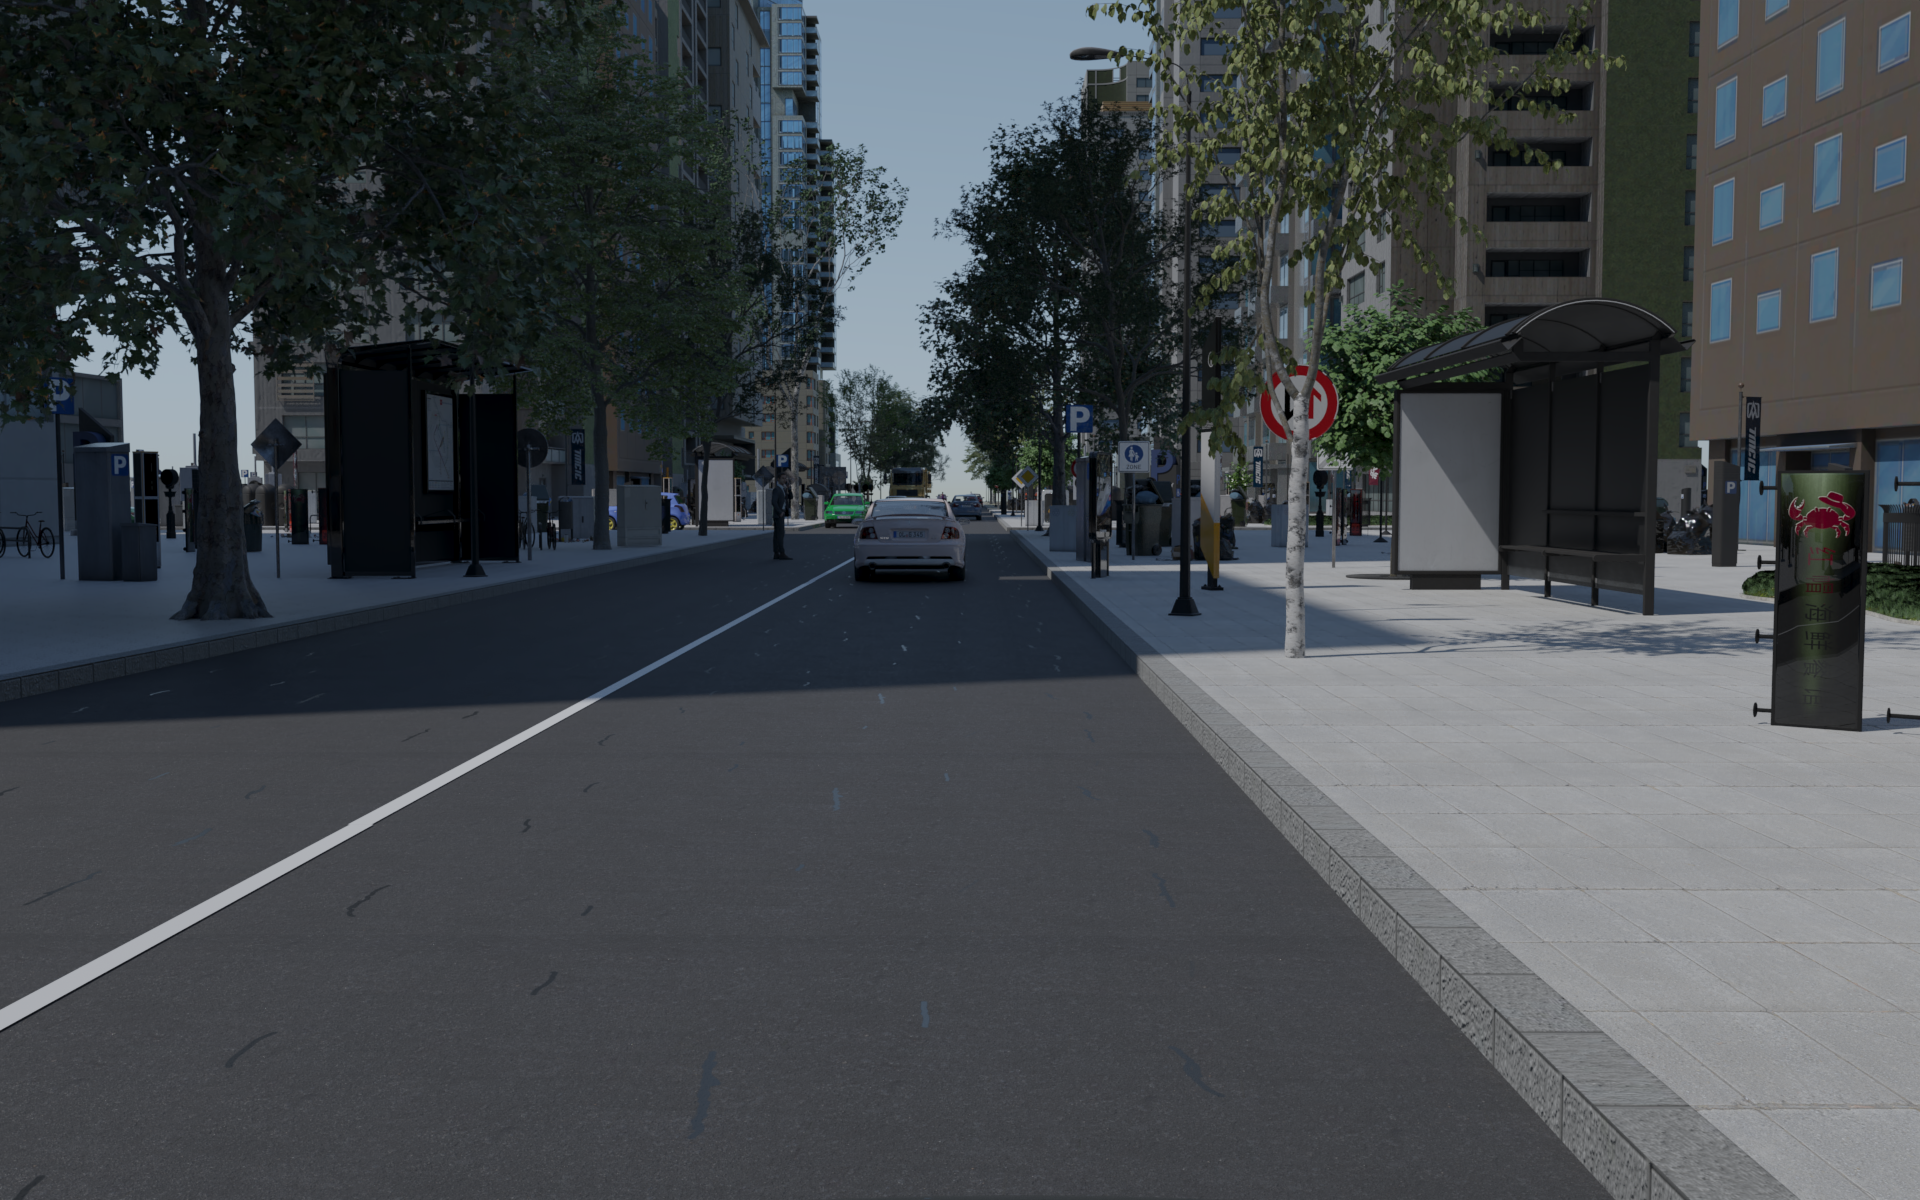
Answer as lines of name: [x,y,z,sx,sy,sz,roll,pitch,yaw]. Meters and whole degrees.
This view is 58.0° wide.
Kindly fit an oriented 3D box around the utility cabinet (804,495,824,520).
utility cabinet: [-7.349,-4.651,87.207,1.020,1.237,0.306,1,4,15]

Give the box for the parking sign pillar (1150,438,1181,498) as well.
parking sign pillar: [8.938,-5.315,75.375,1.447,3.967,1.447,3,4,36]

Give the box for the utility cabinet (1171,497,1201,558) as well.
utility cabinet: [4.586,-1.453,34.911,0.306,1.237,1.020,2,4,30]

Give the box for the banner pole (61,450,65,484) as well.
banner pole: [-50.859,-6.610,98.094,0.401,3.779,0.863,0,4,1]

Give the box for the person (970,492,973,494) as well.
person: [1.666,-15.845,267.439,0.709,1.838,0.599,-3,4,-39]

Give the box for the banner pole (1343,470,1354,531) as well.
banner pole: [13.459,-4.265,59.744,0.401,3.779,0.863,-1,4,-13]

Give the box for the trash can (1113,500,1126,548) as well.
trash can: [4.045,-1.827,41.522,0.748,1.137,0.748,0,3,0]

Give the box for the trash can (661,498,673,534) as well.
trash can: [-9.671,-2.717,56.079,0.748,1.137,0.748,0,3,0]

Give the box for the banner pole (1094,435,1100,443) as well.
banner pole: [5.854,-5.050,72.579,0.863,3.779,0.401,1,4,18]

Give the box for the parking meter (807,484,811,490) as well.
parking meter: [-8.681,-5.812,100.745,0.399,1.863,0.255,3,4,38]

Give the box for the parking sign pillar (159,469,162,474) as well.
parking sign pillar: [-61.742,-8.838,132.972,1.447,3.967,1.447,1,4,15]

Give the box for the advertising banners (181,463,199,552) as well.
advertising banners: [-17.035,-2.611,38.879,0.090,3.025,2.074,0,4,-3]

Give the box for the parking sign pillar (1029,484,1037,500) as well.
parking sign pillar: [4.993,-7.585,112.482,1.447,3.967,1.447,1,4,10]

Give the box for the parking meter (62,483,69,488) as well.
parking meter: [-45.657,-5.050,88.285,0.399,1.863,0.255,0,4,2]

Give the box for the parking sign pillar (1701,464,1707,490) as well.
parking sign pillar: [52.691,-8.272,123.720,1.447,3.967,1.447,-2,4,-25]

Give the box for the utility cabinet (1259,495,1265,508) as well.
utility cabinet: [15.558,-4.775,89.237,0.306,1.237,1.020,1,4,13]

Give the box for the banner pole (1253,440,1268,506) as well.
banner pole: [13.928,-5.505,80.027,0.863,3.779,0.401,1,4,23]

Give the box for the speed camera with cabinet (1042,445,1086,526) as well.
speed camera with cabinet: [4.360,-4.649,70.339,2.038,3.252,0.660,2,4,25]

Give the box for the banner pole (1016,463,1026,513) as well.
banner pole: [3.978,-7.627,114.716,0.863,3.779,0.401,0,4,-4]

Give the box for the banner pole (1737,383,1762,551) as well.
banner pole: [17.771,-3.004,39.129,0.863,3.779,0.401,-1,4,-23]

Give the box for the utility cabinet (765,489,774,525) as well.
utility cabinet: [-7.730,-3.866,71.893,0.318,1.500,1.173,1,4,12]

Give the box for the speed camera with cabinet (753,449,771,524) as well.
speed camera with cabinet: [-8.523,-4.940,75.097,0.660,3.252,2.038,0,4,-8]

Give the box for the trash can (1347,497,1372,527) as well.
trash can: [15.735,-3.427,67.684,0.748,1.137,0.748,0,3,0]

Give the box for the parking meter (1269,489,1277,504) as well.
parking meter: [16.346,-5.017,90.440,0.372,1.533,0.369,0,3,0]

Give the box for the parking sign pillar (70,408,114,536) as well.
parking sign pillar: [-26.867,-3.992,53.749,1.447,3.967,1.447,1,4,21]

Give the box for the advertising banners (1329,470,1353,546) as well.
advertising banners: [9.392,-2.860,42.941,0.090,3.025,2.074,2,4,24]

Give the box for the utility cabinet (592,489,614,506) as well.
utility cabinet: [-15.324,-4.058,75.027,1.173,1.500,0.318,-1,4,-18]

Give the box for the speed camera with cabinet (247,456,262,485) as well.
speed camera with cabinet: [-37.250,-5.835,89.742,2.038,3.252,0.660,-1,4,-12]

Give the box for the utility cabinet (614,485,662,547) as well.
utility cabinet: [-7.796,-2.047,42.155,0.318,1.500,1.173,3,4,38]

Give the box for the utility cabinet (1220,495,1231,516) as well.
utility cabinet: [15.290,-5.349,98.615,1.020,1.237,0.306,0,4,1]

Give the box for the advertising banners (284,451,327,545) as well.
advertising banners: [-16.060,-2.917,43.877,2.074,3.025,0.090,0,4,7]

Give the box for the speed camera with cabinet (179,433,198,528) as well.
speed camera with cabinet: [-25.305,-3.833,57.006,0.660,3.252,2.038,-1,4,-19]

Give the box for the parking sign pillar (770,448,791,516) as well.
parking sign pillar: [-10.362,-6.871,100.807,1.447,3.967,1.447,2,4,23]

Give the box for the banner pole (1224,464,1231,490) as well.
banner pole: [22.052,-9.324,142.466,0.401,3.779,0.863,-3,4,-38]

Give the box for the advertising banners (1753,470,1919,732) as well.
advertising banners: [5.258,-0.780,8.948,2.074,3.025,0.090,3,4,38]

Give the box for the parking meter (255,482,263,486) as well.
parking meter: [-34.327,-4.844,84.917,0.255,1.863,0.399,2,4,27]

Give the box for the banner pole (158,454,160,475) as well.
banner pole: [-50.702,-7.286,109.146,0.401,3.779,0.863,3,5,43]

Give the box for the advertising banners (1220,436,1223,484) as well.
advertising banners: [6.606,-3.033,45.775,0.090,3.025,2.074,2,4,29]

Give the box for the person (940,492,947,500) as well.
person: [-2.261,-13.680,232.850,0.721,1.739,1.217,3,5,44]

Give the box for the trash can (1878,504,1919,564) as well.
trash can: [13.092,-0.751,23.940,0.748,1.137,0.748,0,3,0]

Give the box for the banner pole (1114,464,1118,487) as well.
banner pole: [12.298,-8.981,136.863,0.401,3.779,0.863,2,4,29]

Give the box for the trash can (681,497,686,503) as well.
trash can: [-13.590,-4.407,83.715,0.748,1.137,0.748,0,3,0]

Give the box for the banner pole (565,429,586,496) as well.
banner pole: [-13.035,-4.183,58.412,0.863,3.779,0.401,-1,4,-11]

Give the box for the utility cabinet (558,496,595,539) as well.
utility cabinet: [-11.059,-2.375,50.000,1.020,1.237,0.306,0,4,-1]

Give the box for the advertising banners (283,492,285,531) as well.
advertising banners: [-22.291,-3.759,57.655,0.090,3.025,2.074,-2,4,-33]

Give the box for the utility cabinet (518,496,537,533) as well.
utility cabinet: [-14.317,-2.790,56.775,1.020,1.237,0.306,2,4,33]

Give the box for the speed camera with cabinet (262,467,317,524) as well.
speed camera with cabinet: [-28.887,-4.918,74.751,2.038,3.252,0.660,-1,4,-21]

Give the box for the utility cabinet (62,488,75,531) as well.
utility cabinet: [-29.801,-3.068,58.843,1.173,1.500,0.318,-3,4,-36]

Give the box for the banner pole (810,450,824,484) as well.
banner pole: [-8.312,-6.660,98.905,0.863,3.779,0.401,-3,5,-44]

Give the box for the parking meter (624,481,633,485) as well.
parking meter: [-15.045,-4.455,78.555,0.399,1.863,0.255,0,4,3]

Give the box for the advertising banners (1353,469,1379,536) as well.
advertising banners: [12.118,-3.477,53.035,0.090,3.025,2.074,-2,4,-34]

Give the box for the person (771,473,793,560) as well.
person: [-3.885,-1.843,38.002,0.474,1.900,0.648,0,4,-2]

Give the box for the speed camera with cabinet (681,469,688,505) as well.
speed camera with cabinet: [-21.931,-8.890,139.686,0.660,3.252,2.038,1,4,11]

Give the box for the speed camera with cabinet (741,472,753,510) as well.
speed camera with cabinet: [-16.851,-8.741,137.247,0.660,3.252,2.038,3,4,38]
